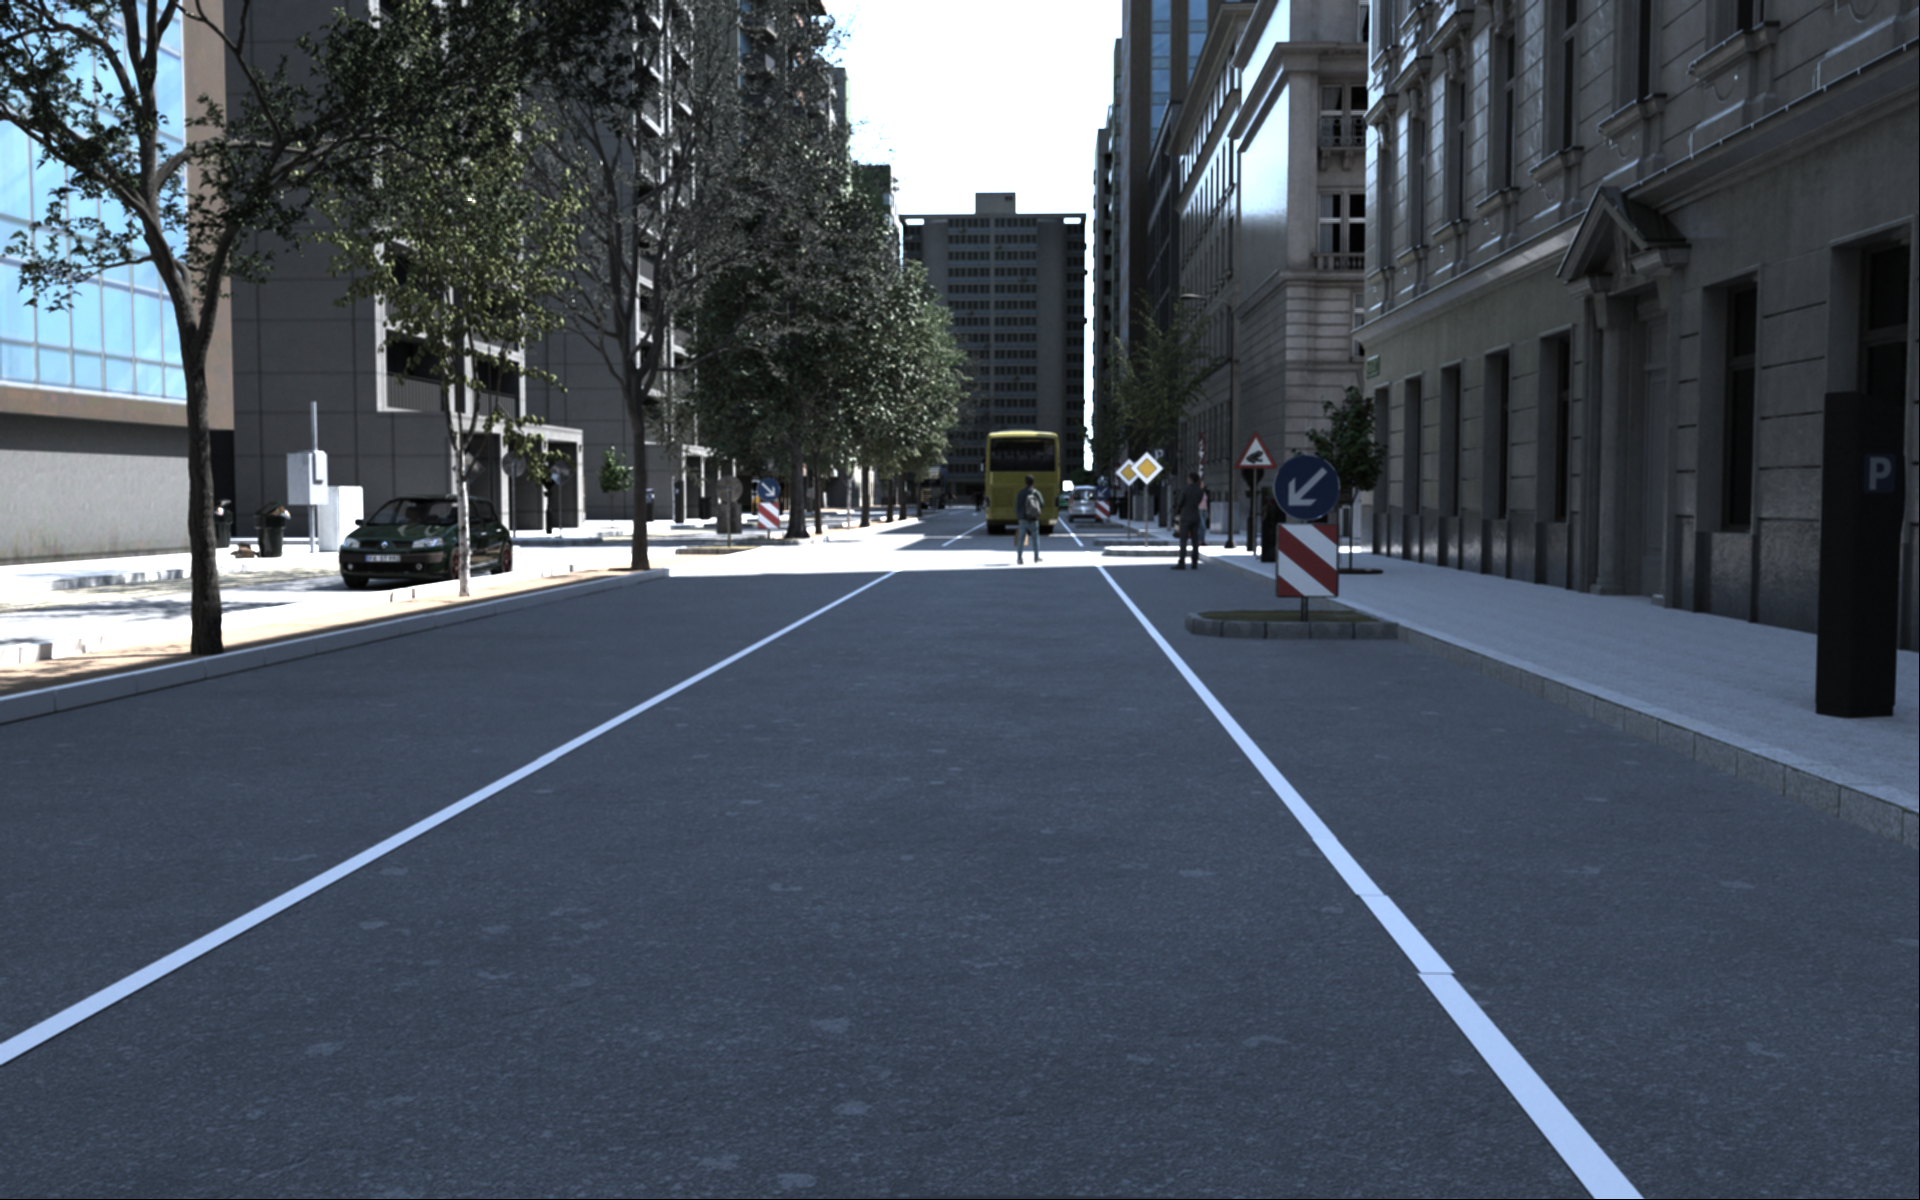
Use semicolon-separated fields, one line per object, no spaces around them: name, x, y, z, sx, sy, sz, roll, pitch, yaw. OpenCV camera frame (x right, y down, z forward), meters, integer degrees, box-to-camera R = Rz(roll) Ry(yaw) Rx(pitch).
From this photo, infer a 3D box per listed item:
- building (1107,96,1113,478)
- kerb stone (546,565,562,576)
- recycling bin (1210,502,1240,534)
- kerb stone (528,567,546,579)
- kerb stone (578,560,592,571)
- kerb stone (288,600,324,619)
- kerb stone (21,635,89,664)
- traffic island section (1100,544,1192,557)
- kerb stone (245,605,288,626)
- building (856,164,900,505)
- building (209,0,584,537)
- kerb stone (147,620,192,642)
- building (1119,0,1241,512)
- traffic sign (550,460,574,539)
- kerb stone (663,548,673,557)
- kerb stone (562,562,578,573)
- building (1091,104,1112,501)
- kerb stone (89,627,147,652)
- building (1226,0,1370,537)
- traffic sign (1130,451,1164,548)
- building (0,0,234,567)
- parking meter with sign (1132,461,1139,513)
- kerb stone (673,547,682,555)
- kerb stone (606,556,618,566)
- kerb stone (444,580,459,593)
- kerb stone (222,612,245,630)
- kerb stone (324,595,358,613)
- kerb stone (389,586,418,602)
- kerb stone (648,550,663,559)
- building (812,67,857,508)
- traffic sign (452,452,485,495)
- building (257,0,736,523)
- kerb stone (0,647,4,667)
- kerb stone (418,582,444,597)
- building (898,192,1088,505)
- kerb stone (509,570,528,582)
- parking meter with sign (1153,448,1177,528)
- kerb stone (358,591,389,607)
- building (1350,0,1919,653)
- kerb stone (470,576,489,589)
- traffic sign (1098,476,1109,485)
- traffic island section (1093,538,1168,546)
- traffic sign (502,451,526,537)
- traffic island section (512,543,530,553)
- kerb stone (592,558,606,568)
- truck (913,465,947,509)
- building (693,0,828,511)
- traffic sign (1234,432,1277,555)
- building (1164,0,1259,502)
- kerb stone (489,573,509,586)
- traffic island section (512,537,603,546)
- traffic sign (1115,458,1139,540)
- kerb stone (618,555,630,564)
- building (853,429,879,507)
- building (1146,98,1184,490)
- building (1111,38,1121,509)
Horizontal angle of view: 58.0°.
building;27.003;-34.319;180.728;23.786;49.044;30.456;0;4;3
kerb stone;-7.226;-0.500;30.394;0.120;0.150;1.000;0;4;3
recycling bin;8.551;-2.652;55.922;0.722;1.027;0.722;-2;4;-24
kerb stone;-7.265;-0.439;29.373;0.120;0.150;1.000;0;4;3
kerb stone;-7.127;-0.625;32.439;0.120;0.150;1.000;0;4;3
kerb stone;-7.692;0.126;20.146;0.120;0.150;1.000;0;4;3
kerb stone;-7.912;0.439;15.023;0.120;0.150;1.000;0;4;3
traffic island section;4.416;-1.136;40.852;2.009;0.180;2.903;0;4;3
kerb stone;-7.727;0.188;19.125;0.120;0.150;1.000;0;4;3
building;-14.865;-32.673;217.790;14.086;41.232;14.154;0;4;3
building;-24.778;-38.027;59.990;20.563;71.187;20.611;0;4;3
kerb stone;-7.827;0.320;17.069;0.120;0.150;1.000;0;4;3
building;19.313;-29.376;130.403;14.600;45.320;14.200;0;4;3
traffic sign;-11.422;-2.805;49.507;0.795;2.450;0.064;0;4;3
kerb stone;-6.794;-1.061;39.609;0.120;0.150;1.000;0;4;3
kerb stone;-7.168;-0.564;31.415;0.120;0.150;1.000;0;4;3
building;27.437;-36.385;218.592;21.600;48.544;21.300;0;4;3
kerb stone;-7.875;0.376;16.045;0.120;0.150;1.000;0;4;3
building;21.352;-13.091;55.837;24.055;21.916;13.314;0;4;3
traffic sign;4.392;-2.271;40.776;0.795;2.450;0.064;0;4;3
building;-23.532;-23.278;30.708;14.200;45.320;14.600;0;4;3
parking meter with sign;9.428;-5.939;93.370;0.543;3.016;1.738;1;4;8
kerb stone;-6.755;-1.128;40.632;0.120;0.150;1.000;0;4;3
kerb stone;-7.038;-0.750;34.486;0.120;0.150;1.000;0;4;3
kerb stone;-7.450;-0.188;25.263;0.120;0.150;1.000;0;4;3
kerb stone;-7.783;0.251;18.099;0.120;0.150;1.000;0;4;3
kerb stone;-7.648;0.063;21.167;0.120;0.150;1.000;0;4;3
kerb stone;-7.544;-0.060;23.213;0.120;0.150;1.000;0;4;3
kerb stone;-6.841;-1.003;38.588;0.120;0.150;1.000;0;4;3
building;-17.742;-29.217;161.287;14.154;41.232;14.086;0;4;3
traffic sign;-11.785;-2.317;41.530;0.795;2.450;0.064;0;4;3
building;-23.267;-40.062;93.265;20.563;71.187;20.611;0;4;3
kerb stone;-7.965;0.501;14.000;0.120;0.150;1.000;0;4;3
kerb stone;-7.494;-0.125;24.233;0.120;0.150;1.000;0;4;3
building;4.541;-32.627;225.331;23.993;40.220;32.217;0;4;3
kerb stone;-7.314;-0.375;28.344;0.120;0.150;1.000;0;4;3
parking meter with sign;8.094;-4.328;67.029;0.543;3.016;1.738;2;4;32
kerb stone;-7.591;0.001;22.192;0.120;0.150;1.000;0;4;3
building;15.763;-14.634;15.678;17.030;29.872;44.131;0;4;3
kerb stone;-7.402;-0.249;26.289;0.120;0.150;1.000;0;4;3
traffic sign;9.951;-7.351;120.293;0.768;2.556;0.104;0;4;5
traffic island section;4.779;-1.624;48.829;2.009;0.180;2.903;0;4;3
traffic sign;-13.224;-3.132;51.321;0.768;2.556;0.104;1;4;9
traffic island section;-11.809;-1.181;41.592;2.009;0.180;2.903;0;4;3
kerb stone;-7.082;-0.689;33.460;0.120;0.150;1.000;0;4;3
truck;-2.778;-10.922;167.494;2.839;4.237;11.283;0;4;2
building;-22.499;-29.646;139.344;22.147;44.769;28.867;0;4;3
traffic sign;6.159;-2.209;36.115;0.884;2.594;0.081;1;4;11
building;18.984;-15.310;83.607;16.112;22.955;30.059;0;4;3
kerb stone;-7.364;-0.306;27.316;0.120;0.150;1.000;0;4;3
traffic island section;-11.446;-1.669;49.569;2.009;0.180;2.903;0;4;3
traffic sign;4.755;-2.759;48.753;0.795;2.450;0.064;0;4;3
kerb stone;-6.991;-0.814;35.507;0.120;0.150;1.000;0;4;3
building;-24.442;-20.830;185.612;28.899;21.520;27.650;0;4;3
building;19.685;-19.414;110.923;14.314;27.812;24.014;0;4;3
building;20.879;-29.071;158.905;14.154;41.232;14.086;0;4;3
